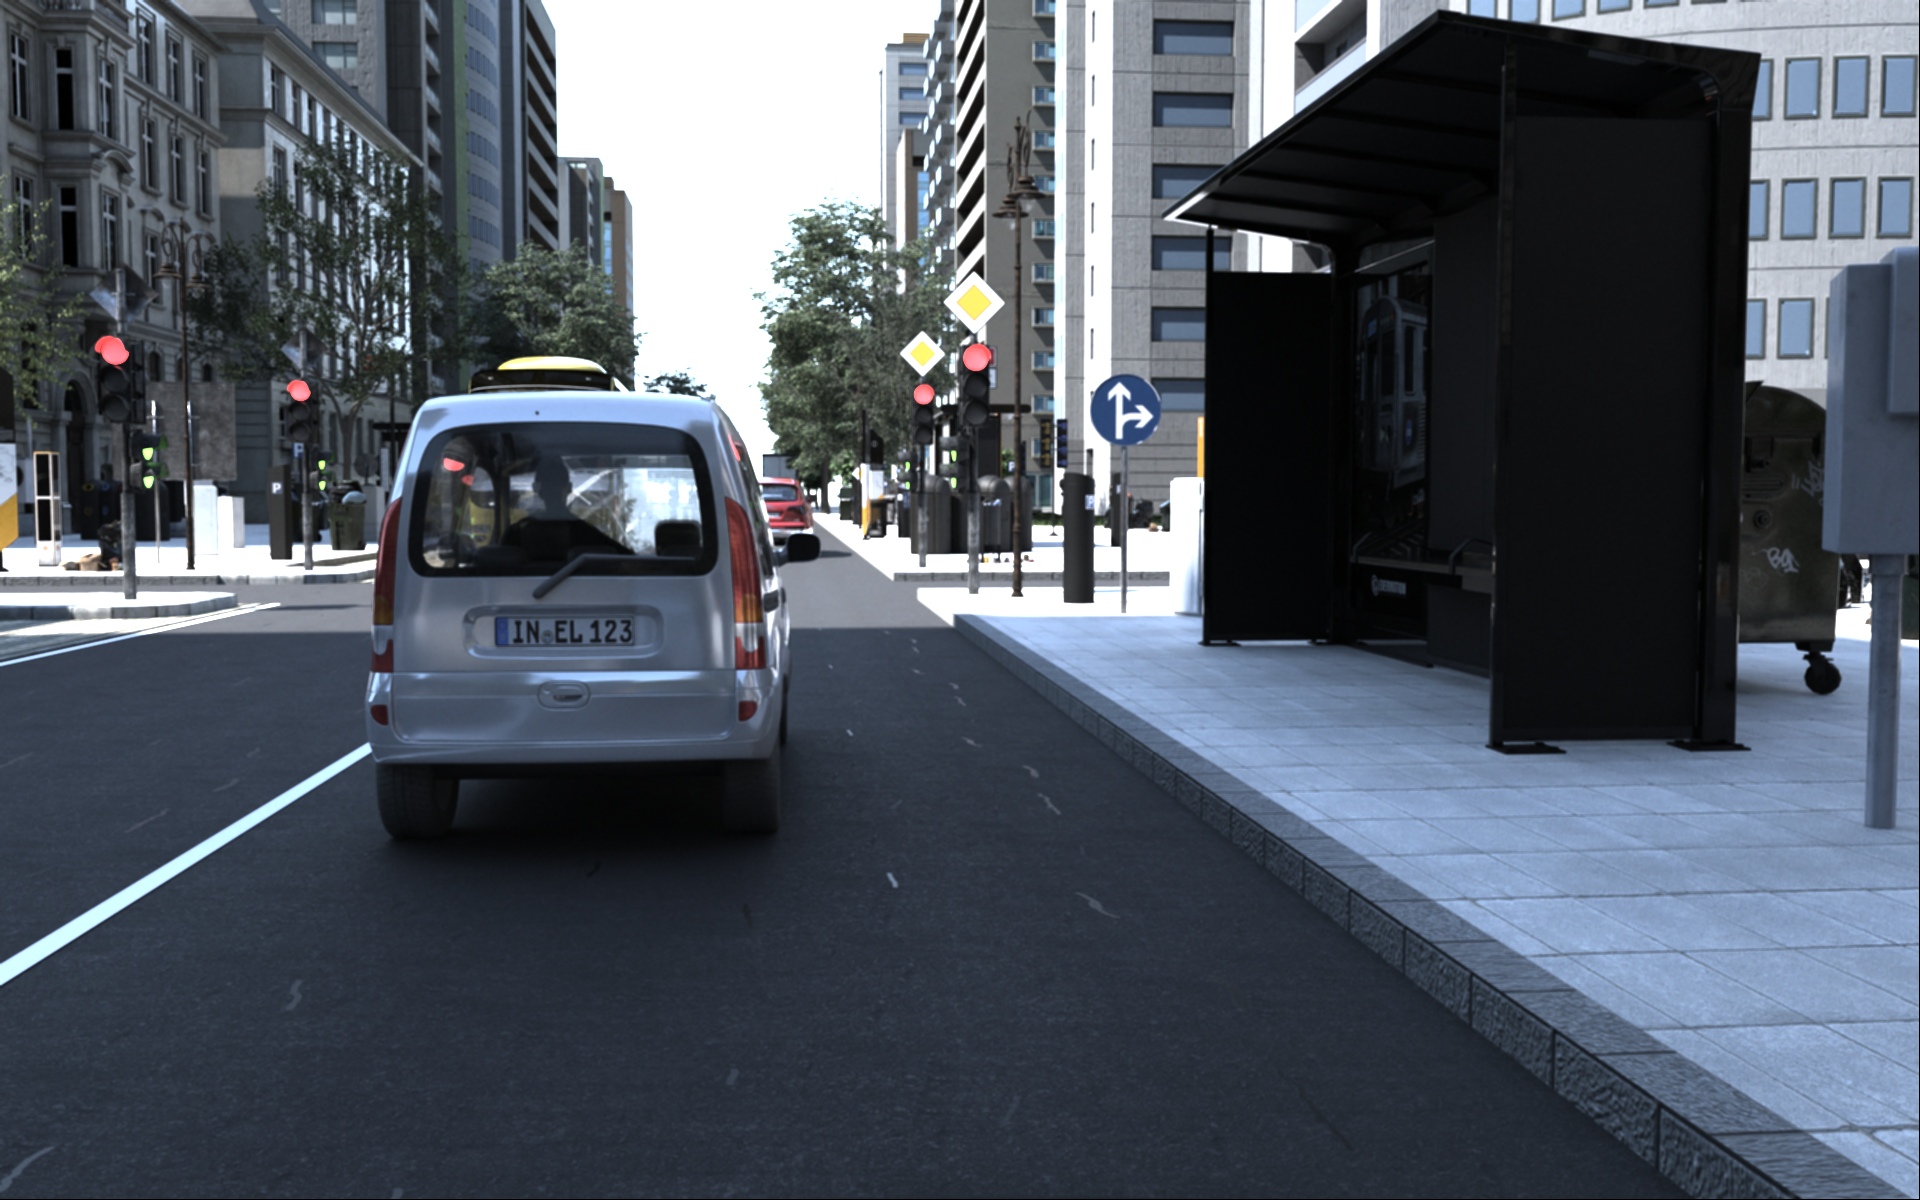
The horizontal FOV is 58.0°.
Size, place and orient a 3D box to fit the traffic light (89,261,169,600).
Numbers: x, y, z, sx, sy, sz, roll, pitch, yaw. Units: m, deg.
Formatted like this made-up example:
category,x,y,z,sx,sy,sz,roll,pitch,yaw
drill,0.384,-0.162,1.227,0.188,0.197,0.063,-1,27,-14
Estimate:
category,x,y,z,sx,sy,sz,roll,pitch,yaw
traffic light,-10.050,-1.956,20.902,0.839,4.253,0.868,0,4,-6

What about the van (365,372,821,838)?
category,x,y,z,sx,sy,sz,roll,pitch,yaw
van,-1.698,-0.099,8.638,2.013,2.044,4.112,0,4,-5

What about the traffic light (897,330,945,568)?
category,x,y,z,sx,sy,sz,roll,pitch,yaw
traffic light,-0.668,-2.507,29.914,0.839,4.253,0.868,0,4,-6

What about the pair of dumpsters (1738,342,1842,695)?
category,x,y,z,sx,sy,sz,roll,pitch,yaw
pair of dumpsters,4.792,-0.643,13.006,1.574,2.255,4.437,0,4,-6

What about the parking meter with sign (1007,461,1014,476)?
category,x,y,z,sx,sy,sz,roll,pitch,yaw
parking meter with sign,2.291,-5.914,92.961,0.543,3.016,1.738,-2,4,-34

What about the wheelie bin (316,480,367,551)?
category,x,y,z,sx,sy,sz,roll,pitch,yaw
wheelie bin,-13.827,-1.907,39.086,0.980,1.594,0.693,1,4,11

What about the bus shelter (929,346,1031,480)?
category,x,y,z,sx,sy,sz,roll,pitch,yaw
bus shelter,0.188,-4.092,44.540,2.179,5.291,8.768,0,4,-6

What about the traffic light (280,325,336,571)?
category,x,y,z,sx,sy,sz,roll,pitch,yaw
traffic light,-10.873,-2.442,28.845,0.839,4.253,0.868,0,4,-6

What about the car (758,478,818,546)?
category,x,y,z,sx,sy,sz,roll,pitch,yaw
car,-4.504,-1.983,41.093,2.281,1.827,5.304,0,4,-5

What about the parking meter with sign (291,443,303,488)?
category,x,y,z,sx,sy,sz,roll,pitch,yaw
parking meter with sign,-22.101,-3.714,56.991,0.543,3.016,1.738,0,4,7

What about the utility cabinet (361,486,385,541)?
category,x,y,z,sx,sy,sz,roll,pitch,yaw
utility cabinet,-15.964,-2.325,46.698,1.173,1.500,0.318,3,4,36

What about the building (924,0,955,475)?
category,x,y,z,sx,sy,sz,roll,pitch,yaw
building,8.541,-32.806,155.987,23.786,49.044,30.456,0,4,-6

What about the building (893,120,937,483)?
category,x,y,z,sx,sy,sz,roll,pitch,yaw
building,-0.223,-34.146,208.395,14.600,45.320,14.200,0,4,-6

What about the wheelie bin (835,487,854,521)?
category,x,y,z,sx,sy,sz,roll,pitch,yaw
wheelie bin,-5.446,-4.560,82.469,0.980,1.594,0.693,0,4,2

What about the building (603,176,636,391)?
category,x,y,z,sx,sy,sz,roll,pitch,yaw
building,-53.900,-36.502,246.911,14.600,45.320,14.200,0,4,-6

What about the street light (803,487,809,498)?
category,x,y,z,sx,sy,sz,roll,pitch,yaw
street light,-15.795,-12.702,180.465,0.468,5.910,1.993,0,4,-6

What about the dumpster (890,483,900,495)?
category,x,y,z,sx,sy,sz,roll,pitch,yaw
dumpster,-3.412,-5.379,93.698,1.264,1.857,1.865,0,4,-6

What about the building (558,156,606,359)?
category,x,y,z,sx,sy,sz,roll,pitch,yaw
building,-49.352,-31.785,203.283,14.154,41.232,14.086,0,4,-6

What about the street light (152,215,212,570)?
category,x,y,z,sx,sy,sz,roll,pitch,yaw
street light,-12.973,-3.440,29.029,0.468,5.910,1.993,0,4,-6

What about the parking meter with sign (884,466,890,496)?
category,x,y,z,sx,sy,sz,roll,pitch,yaw
parking meter with sign,-3.432,-5.102,79.682,0.543,3.016,1.738,0,4,3

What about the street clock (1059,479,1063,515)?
category,x,y,z,sx,sy,sz,roll,pitch,yaw
street clock,4.932,-4.758,82.359,0.358,2.002,0.471,3,4,38

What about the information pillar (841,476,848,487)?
category,x,y,z,sx,sy,sz,roll,pitch,yaw
information pillar,-6.046,-6.070,90.591,0.504,3.616,0.183,-3,5,-41

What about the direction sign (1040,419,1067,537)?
category,x,y,z,sx,sy,sz,roll,pitch,yaw
direction sign,2.825,-3.683,52.209,0.876,3.537,0.379,-1,4,-20

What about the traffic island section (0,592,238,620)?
category,x,y,z,sx,sy,sz,roll,pitch,yaw
traffic island section,-10.091,0.076,21.033,2.009,0.180,2.903,0,4,-6

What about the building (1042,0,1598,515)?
category,x,y,z,sx,sy,sz,roll,pitch,yaw
building,15.389,-33.341,87.117,21.231,58.520,28.212,0,4,-6

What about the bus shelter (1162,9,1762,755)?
category,x,y,z,sx,sy,sz,roll,pitch,yaw
bus shelter,2.859,-1.244,11.621,1.731,3.624,6.357,0,4,-6

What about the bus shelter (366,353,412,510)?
category,x,y,z,sx,sy,sz,roll,pitch,yaw
bus shelter,-16.295,-4.562,52.226,2.179,5.291,8.768,0,4,-6

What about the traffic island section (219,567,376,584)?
category,x,y,z,sx,sy,sz,roll,pitch,yaw
traffic island section,-10.914,-0.409,28.976,2.009,0.180,2.903,0,4,-6

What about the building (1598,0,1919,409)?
category,x,y,z,sx,sy,sz,roll,pitch,yaw
building,25.022,-31.237,52.724,28.212,58.520,21.231,0,4,-6

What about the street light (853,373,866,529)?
category,x,y,z,sx,sy,sz,roll,pitch,yaw
street light,-3.621,-5.496,62.645,0.468,5.910,1.993,0,4,-6

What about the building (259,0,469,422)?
category,x,y,z,sx,sy,sz,roll,pitch,yaw
building,-38.971,-25.966,108.146,14.154,41.232,14.086,0,4,-6

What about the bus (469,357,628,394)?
category,x,y,z,sx,sy,sz,roll,pitch,yaw
bus,-7.826,-2.640,34.718,2.896,3.916,12.252,0,4,-8

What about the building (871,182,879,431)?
category,x,y,z,sx,sy,sz,roll,pitch,yaw
building,-1.765,-38.575,254.409,21.300,48.544,21.600,0,4,-6

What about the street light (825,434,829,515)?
category,x,y,z,sx,sy,sz,roll,pitch,yaw
street light,-7.941,-8.036,104.174,0.468,5.910,1.993,0,4,-6

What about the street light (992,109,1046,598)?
category,x,y,z,sx,sy,sz,roll,pitch,yaw
street light,0.712,-2.970,21.348,0.468,5.910,1.993,0,4,-6

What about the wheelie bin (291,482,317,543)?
category,x,y,z,sx,sy,sz,roll,pitch,yaw
wheelie bin,-17.460,-2.333,46.056,0.693,1.594,0.980,3,4,38

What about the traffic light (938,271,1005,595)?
category,x,y,z,sx,sy,sz,roll,pitch,yaw
traffic light,0.155,-2.021,21.971,0.839,4.253,0.868,0,4,-6

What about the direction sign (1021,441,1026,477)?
category,x,y,z,sx,sy,sz,roll,pitch,yaw
direction sign,2.651,-5.033,74.293,0.379,3.537,0.876,-1,4,-19

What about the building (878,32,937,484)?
category,x,y,z,sx,sy,sz,roll,pitch,yaw
building,-0.214,-42.035,229.273,21.231,58.520,28.212,0,4,-6

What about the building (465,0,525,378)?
category,x,y,z,sx,sy,sz,roll,pitch,yaw
building,-45.213,-35.853,128.196,21.231,58.520,28.212,0,4,-6

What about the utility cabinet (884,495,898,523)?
category,x,y,z,sx,sy,sz,roll,pitch,yaw
utility cabinet,-2.908,-4.011,76.734,1.020,1.237,0.306,3,5,39

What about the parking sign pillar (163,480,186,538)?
category,x,y,z,sx,sy,sz,roll,pitch,yaw
parking sign pillar,-22.982,-3.837,51.201,1.447,3.967,1.447,1,4,10

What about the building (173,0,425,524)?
category,x,y,z,sx,sy,sz,roll,pitch,yaw
building,-37.917,-15.492,86.577,16.112,22.955,30.059,0,4,-6

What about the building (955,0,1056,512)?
category,x,y,z,sx,sy,sz,roll,pitch,yaw
building,11.292,-30.977,130.168,21.300,48.544,21.600,0,4,-6

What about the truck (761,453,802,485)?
category,x,y,z,sx,sy,sz,roll,pitch,yaw
truck,-12.836,-8.288,124.414,2.839,4.237,11.283,0,4,-5

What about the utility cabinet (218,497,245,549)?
category,x,y,z,sx,sy,sz,roll,pitch,yaw
utility cabinet,-17.201,-1.815,40.836,0.306,1.237,1.020,-3,5,-44

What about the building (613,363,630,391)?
category,x,y,z,sx,sy,sz,roll,pitch,yaw
building,-57.982,-23.212,224.561,27.650,21.520,28.899,0,4,-6

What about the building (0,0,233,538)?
category,x,y,z,sx,sy,sz,roll,pitch,yaw
building,-33.736,-14.369,54.020,14.460,24.649,34.723,0,4,-6

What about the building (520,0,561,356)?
category,x,y,z,sx,sy,sz,roll,pitch,yaw
building,-47.619,-32.394,153.343,21.300,48.544,21.600,0,4,-6

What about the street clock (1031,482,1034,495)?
category,x,y,z,sx,sy,sz,roll,pitch,yaw
street clock,4.279,-6.145,105.045,0.358,2.002,0.471,1,4,21
